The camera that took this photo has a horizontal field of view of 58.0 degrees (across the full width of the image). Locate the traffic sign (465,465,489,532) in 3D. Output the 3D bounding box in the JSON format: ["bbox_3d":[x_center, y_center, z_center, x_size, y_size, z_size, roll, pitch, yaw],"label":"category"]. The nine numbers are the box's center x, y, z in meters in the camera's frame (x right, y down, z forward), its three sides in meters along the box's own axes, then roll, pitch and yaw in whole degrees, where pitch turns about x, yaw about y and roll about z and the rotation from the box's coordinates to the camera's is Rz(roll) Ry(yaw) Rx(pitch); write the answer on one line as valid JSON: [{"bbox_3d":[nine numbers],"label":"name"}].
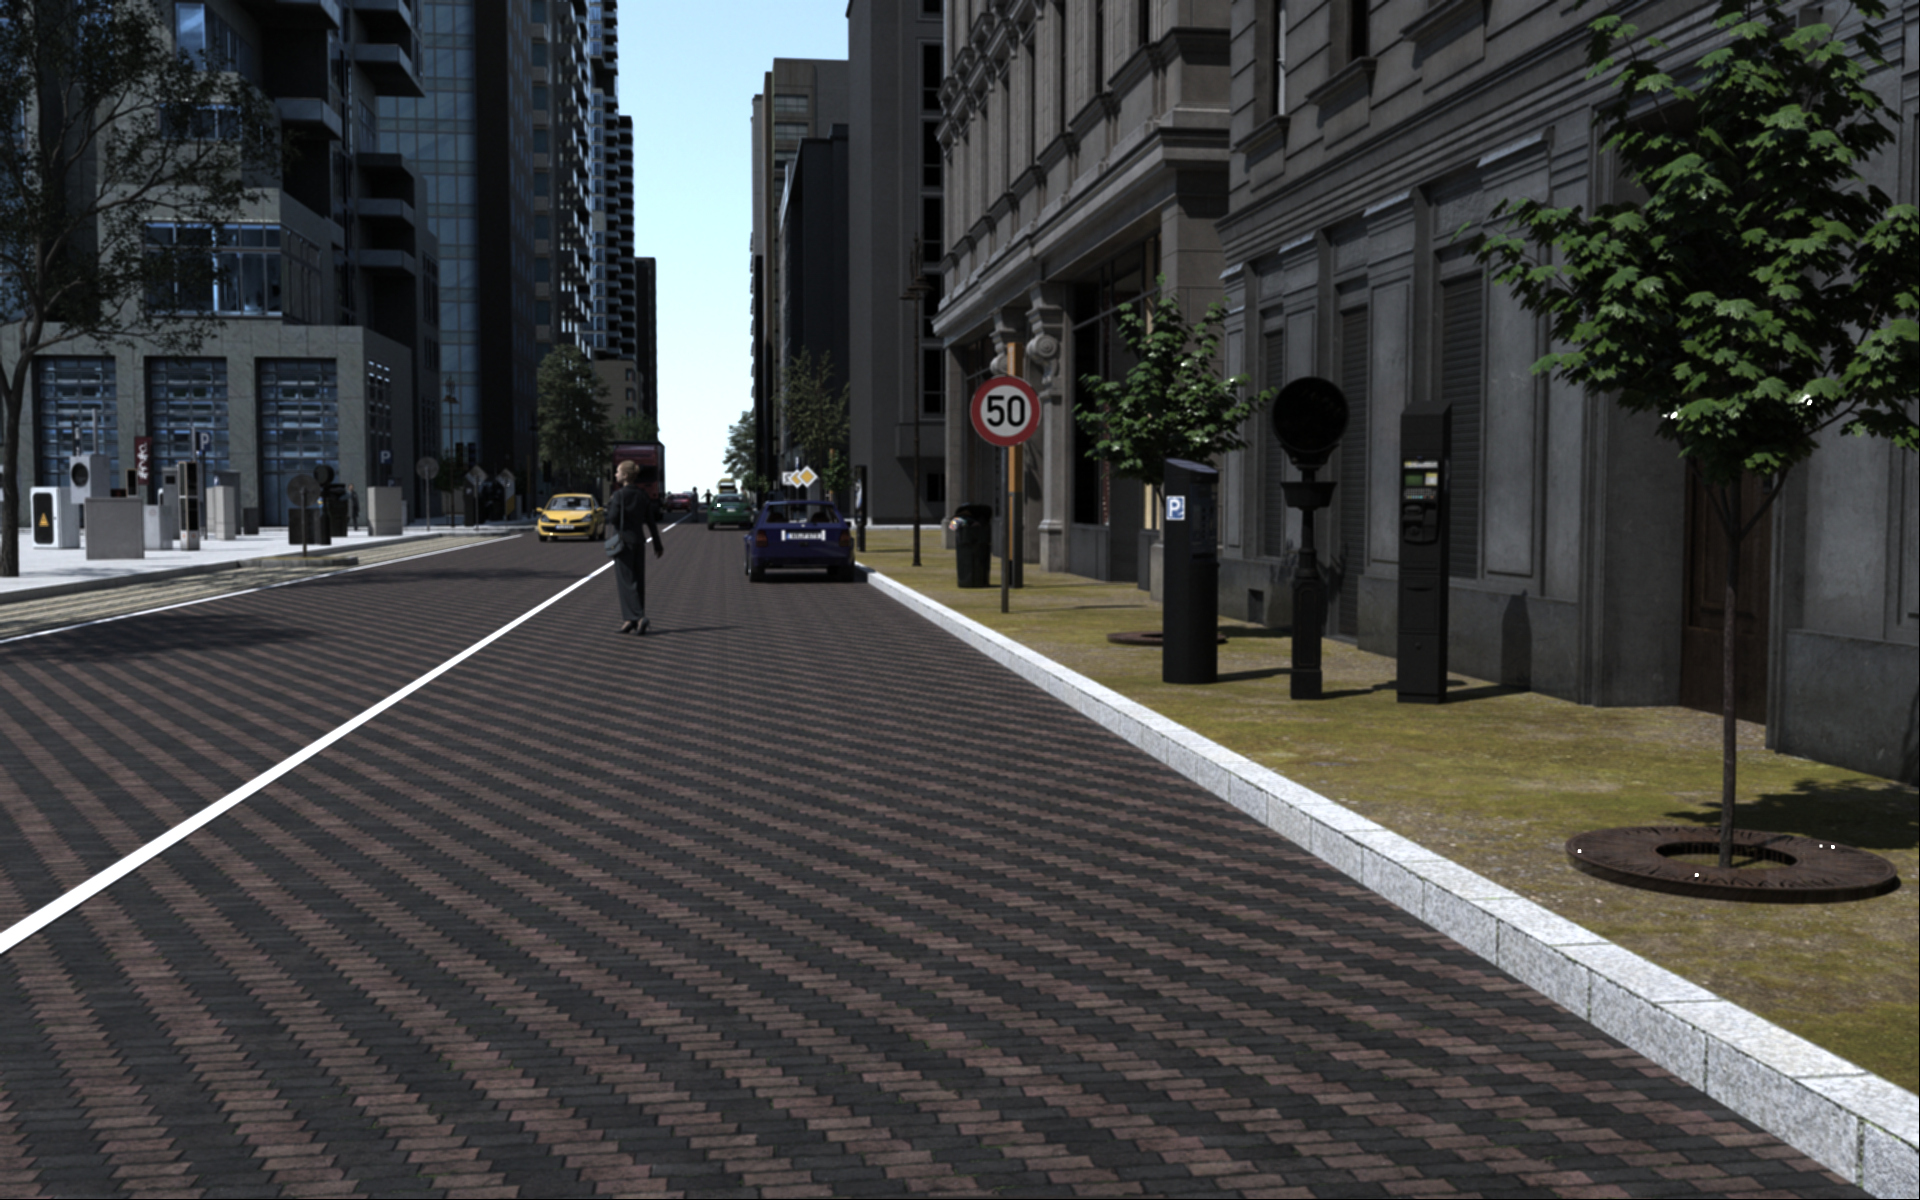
[{"bbox_3d":[-16.424,-3.379,58.885,0.795,2.450,0.064,0,4,-8],"label":"traffic sign"}]

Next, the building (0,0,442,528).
[{"bbox_3d":[-36.039,-46.809,78.002,22.319,86.520,31.000,0,4,-8],"label":"building"}]

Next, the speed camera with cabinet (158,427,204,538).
[{"bbox_3d":[-23.135,-3.489,51.380,0.660,3.252,2.038,-3,5,-45],"label":"speed camera with cabinet"}]

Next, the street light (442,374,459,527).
[{"bbox_3d":[-19.577,-5.743,66.688,0.468,5.910,1.993,0,4,-8],"label":"street light"}]

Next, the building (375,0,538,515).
[{"bbox_3d":[-34.942,-28.142,110.237,14.600,45.320,14.200,0,4,-8],"label":"building"}]

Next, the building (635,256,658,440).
[{"bbox_3d":[-57.996,-37.079,289.843,14.154,41.232,14.086,0,4,-8],"label":"building"}]

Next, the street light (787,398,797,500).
[{"bbox_3d":[-8.087,-6.757,83.271,0.468,5.910,1.993,0,4,-8],"label":"street light"}]

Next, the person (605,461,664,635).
[{"bbox_3d":[-3.326,-0.538,17.725,0.534,1.772,0.576,1,4,17],"label":"person"}]

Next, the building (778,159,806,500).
[{"bbox_3d":[-7.548,-19.269,133.067,12.078,24.808,19.932,0,4,-8],"label":"building"}]

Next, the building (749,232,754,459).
[{"bbox_3d":[-23.401,-40.786,286.463,23.786,49.044,30.456,0,4,-8],"label":"building"}]

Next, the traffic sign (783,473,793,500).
[{"bbox_3d":[-7.953,-4.797,80.556,0.606,2.300,0.079,0,4,-6],"label":"traffic sign"}]

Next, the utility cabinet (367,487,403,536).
[{"bbox_3d":[-17.508,-2.693,52.715,0.318,1.500,1.173,2,4,23],"label":"utility cabinet"}]

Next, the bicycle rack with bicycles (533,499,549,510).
[{"bbox_3d":[-31.834,-7.166,130.554,2.852,0.926,2.925,-2,4,-25],"label":"bicycle rack with bicycles"}]

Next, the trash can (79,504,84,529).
[{"bbox_3d":[-32.570,-3.221,64.325,0.748,1.137,0.748,0,3,0],"label":"trash can"}]

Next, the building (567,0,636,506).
[{"bbox_3d":[-59.785,-58.277,265.506,22.319,86.520,31.000,0,4,-8],"label":"building"}]

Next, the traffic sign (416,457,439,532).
[{"bbox_3d":[-18.206,-3.617,59.241,0.768,2.556,0.104,0,4,-5],"label":"traffic sign"}]

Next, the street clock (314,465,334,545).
[{"bbox_3d":[-15.936,-2.378,43.446,0.471,2.002,0.358,2,4,23],"label":"street clock"}]

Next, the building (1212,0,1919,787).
[{"bbox_3d":[8.569,-9.811,9.559,9.793,20.994,18.267,0,4,-8],"label":"building"}]

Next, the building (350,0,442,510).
[{"bbox_3d":[-49.350,-53.251,183.326,22.319,86.520,31.000,0,4,-8],"label":"building"}]

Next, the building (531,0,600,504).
[{"bbox_3d":[-44.982,-32.691,154.110,23.786,49.044,30.456,0,4,-8],"label":"building"}]

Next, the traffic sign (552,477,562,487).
[{"bbox_3d":[-24.396,-6.284,104.870,0.606,2.300,0.079,0,4,0],"label":"traffic sign"}]

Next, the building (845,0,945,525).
[{"bbox_3d":[7.425,-17.358,77.305,24.014,27.812,14.314,0,4,-8],"label":"building"}]

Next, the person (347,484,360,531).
[{"bbox_3d":[-22.475,-3.383,63.921,0.767,1.812,0.694,3,4,38],"label":"person"}]

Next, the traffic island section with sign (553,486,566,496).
[{"bbox_3d":[-20.647,-4.949,89.549,1.989,1.847,2.006,0,4,-8],"label":"traffic island section with sign"}]

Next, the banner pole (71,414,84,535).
[{"bbox_3d":[-27.705,-3.934,54.331,0.401,3.779,0.863,-3,5,-43],"label":"banner pole"}]

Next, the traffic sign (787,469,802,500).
[{"bbox_3d":[-6.414,-3.954,68.290,0.795,2.450,0.064,0,4,-8],"label":"traffic sign"}]

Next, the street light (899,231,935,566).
[{"bbox_3d":[-0.769,-3.542,30.694,0.468,5.910,1.993,0,4,-8],"label":"street light"}]

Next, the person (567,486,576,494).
[{"bbox_3d":[-18.973,-4.658,84.637,0.580,1.828,0.573,2,4,28],"label":"person"}]

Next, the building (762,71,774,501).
[{"bbox_3d":[-13.533,-32.513,181.702,14.600,45.320,14.200,0,4,-8],"label":"building"}]

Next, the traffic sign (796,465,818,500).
[{"bbox_3d":[-5.330,-3.470,60.379,0.795,2.450,0.064,0,4,-8],"label":"traffic sign"}]

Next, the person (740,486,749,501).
[{"bbox_3d":[-10.599,-4.677,84.878,0.656,1.842,0.836,1,4,20],"label":"person"}]

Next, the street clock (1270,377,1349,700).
[{"bbox_3d":[2.173,-0.382,10.820,0.471,2.002,0.358,0,4,8],"label":"street clock"}]

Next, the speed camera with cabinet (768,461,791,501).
[{"bbox_3d":[-10.866,-6.753,104.745,0.660,3.252,2.038,-2,4,-35],"label":"speed camera with cabinet"}]

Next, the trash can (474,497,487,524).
[{"bbox_3d":[-20.574,-3.809,73.938,0.748,1.137,0.748,0,3,0],"label":"trash can"}]

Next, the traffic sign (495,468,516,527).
[{"bbox_3d":[-17.508,-3.863,66.797,0.795,2.450,0.064,0,4,-8],"label":"traffic sign"}]

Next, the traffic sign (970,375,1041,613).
[{"bbox_3d":[0.486,-1.132,18.620,0.768,2.556,0.104,0,4,-5],"label":"traffic sign"}]

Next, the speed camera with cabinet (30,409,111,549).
[{"bbox_3d":[-20.704,-2.809,40.264,2.038,3.252,0.660,2,4,25],"label":"speed camera with cabinet"}]

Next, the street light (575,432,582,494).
[{"bbox_3d":[-27.705,-9.361,125.844,0.468,5.910,1.993,0,4,-8],"label":"street light"}]

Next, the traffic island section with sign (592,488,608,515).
[{"bbox_3d":[-24.306,-6.583,116.255,1.989,1.847,2.006,0,4,-8],"label":"traffic island section with sign"}]

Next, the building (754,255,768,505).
[{"bbox_3d":[-17.941,-26.879,211.180,14.160,30.474,14.107,0,4,-8],"label":"building"}]

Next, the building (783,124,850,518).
[{"bbox_3d":[-3.283,-17.636,107.411,14.314,24.678,30.058,0,4,-8],"label":"building"}]

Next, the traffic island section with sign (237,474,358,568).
[{"bbox_3d":[-13.117,-1.580,34.468,1.989,1.847,2.006,0,4,-8],"label":"traffic island section with sign"}]

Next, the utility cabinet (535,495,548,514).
[{"bbox_3d":[-26.512,-6.030,109.747,0.306,1.237,1.020,2,4,25],"label":"utility cabinet"}]

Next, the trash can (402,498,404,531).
[{"bbox_3d":[-18.565,-2.753,56.666,0.748,1.137,0.748,0,3,0],"label":"trash can"}]

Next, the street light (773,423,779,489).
[{"bbox_3d":[-11.963,-8.554,112.646,0.468,5.910,1.993,0,4,-8],"label":"street light"}]

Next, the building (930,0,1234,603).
[{"bbox_3d":[4.128,-11.546,39.679,10.553,20.767,40.483,0,4,-8],"label":"building"}]

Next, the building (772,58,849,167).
[{"bbox_3d":[-10.983,-29.567,167.008,14.154,41.232,14.086,0,4,-8],"label":"building"}]

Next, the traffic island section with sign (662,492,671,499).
[{"bbox_3d":[-45.985,-16.260,274.484,1.989,1.847,2.006,0,4,-8],"label":"traffic island section with sign"}]

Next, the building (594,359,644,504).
[{"bbox_3d":[-57.984,-23.981,237.120,27.650,21.520,28.899,0,4,-8],"label":"building"}]

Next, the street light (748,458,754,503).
[{"bbox_3d":[-22.533,-13.213,188.823,0.468,5.910,1.993,0,4,-8],"label":"street light"}]

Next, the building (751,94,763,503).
[{"bbox_3d":[-20.206,-43.735,257.058,21.231,58.520,28.212,0,4,-8],"label":"building"}]

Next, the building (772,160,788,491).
[{"bbox_3d":[-9.546,-23.340,153.316,14.160,30.474,14.107,0,4,-8],"label":"building"}]

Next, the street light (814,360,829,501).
[{"bbox_3d":[-4.823,-5.337,60.044,0.468,5.910,1.993,0,4,-8],"label":"street light"}]

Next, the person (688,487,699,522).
[{"bbox_3d":[-13.548,-4.852,88.034,0.583,1.804,0.606,-1,4,-10],"label":"person"}]

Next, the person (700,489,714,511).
[{"bbox_3d":[-21.764,-8.659,149.705,1.348,1.869,0.705,-1,4,-20],"label":"person"}]

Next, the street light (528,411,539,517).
[{"bbox_3d":[-23.620,-7.538,96.040,0.468,5.910,1.993,0,4,-8],"label":"street light"}]

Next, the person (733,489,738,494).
[{"bbox_3d":[-16.915,-7.497,130.887,0.447,1.846,0.655,-1,4,-15],"label":"person"}]

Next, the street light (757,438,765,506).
[{"bbox_3d":[-16.211,-10.374,142.409,0.468,5.910,1.993,0,4,-8],"label":"street light"}]

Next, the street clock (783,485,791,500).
[{"bbox_3d":[-8.095,-4.673,80.969,0.358,2.002,0.471,-2,4,-28],"label":"street clock"}]

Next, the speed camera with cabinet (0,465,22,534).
[{"bbox_3d":[-30.891,-3.730,55.326,2.038,3.252,0.660,2,4,27],"label":"speed camera with cabinet"}]
